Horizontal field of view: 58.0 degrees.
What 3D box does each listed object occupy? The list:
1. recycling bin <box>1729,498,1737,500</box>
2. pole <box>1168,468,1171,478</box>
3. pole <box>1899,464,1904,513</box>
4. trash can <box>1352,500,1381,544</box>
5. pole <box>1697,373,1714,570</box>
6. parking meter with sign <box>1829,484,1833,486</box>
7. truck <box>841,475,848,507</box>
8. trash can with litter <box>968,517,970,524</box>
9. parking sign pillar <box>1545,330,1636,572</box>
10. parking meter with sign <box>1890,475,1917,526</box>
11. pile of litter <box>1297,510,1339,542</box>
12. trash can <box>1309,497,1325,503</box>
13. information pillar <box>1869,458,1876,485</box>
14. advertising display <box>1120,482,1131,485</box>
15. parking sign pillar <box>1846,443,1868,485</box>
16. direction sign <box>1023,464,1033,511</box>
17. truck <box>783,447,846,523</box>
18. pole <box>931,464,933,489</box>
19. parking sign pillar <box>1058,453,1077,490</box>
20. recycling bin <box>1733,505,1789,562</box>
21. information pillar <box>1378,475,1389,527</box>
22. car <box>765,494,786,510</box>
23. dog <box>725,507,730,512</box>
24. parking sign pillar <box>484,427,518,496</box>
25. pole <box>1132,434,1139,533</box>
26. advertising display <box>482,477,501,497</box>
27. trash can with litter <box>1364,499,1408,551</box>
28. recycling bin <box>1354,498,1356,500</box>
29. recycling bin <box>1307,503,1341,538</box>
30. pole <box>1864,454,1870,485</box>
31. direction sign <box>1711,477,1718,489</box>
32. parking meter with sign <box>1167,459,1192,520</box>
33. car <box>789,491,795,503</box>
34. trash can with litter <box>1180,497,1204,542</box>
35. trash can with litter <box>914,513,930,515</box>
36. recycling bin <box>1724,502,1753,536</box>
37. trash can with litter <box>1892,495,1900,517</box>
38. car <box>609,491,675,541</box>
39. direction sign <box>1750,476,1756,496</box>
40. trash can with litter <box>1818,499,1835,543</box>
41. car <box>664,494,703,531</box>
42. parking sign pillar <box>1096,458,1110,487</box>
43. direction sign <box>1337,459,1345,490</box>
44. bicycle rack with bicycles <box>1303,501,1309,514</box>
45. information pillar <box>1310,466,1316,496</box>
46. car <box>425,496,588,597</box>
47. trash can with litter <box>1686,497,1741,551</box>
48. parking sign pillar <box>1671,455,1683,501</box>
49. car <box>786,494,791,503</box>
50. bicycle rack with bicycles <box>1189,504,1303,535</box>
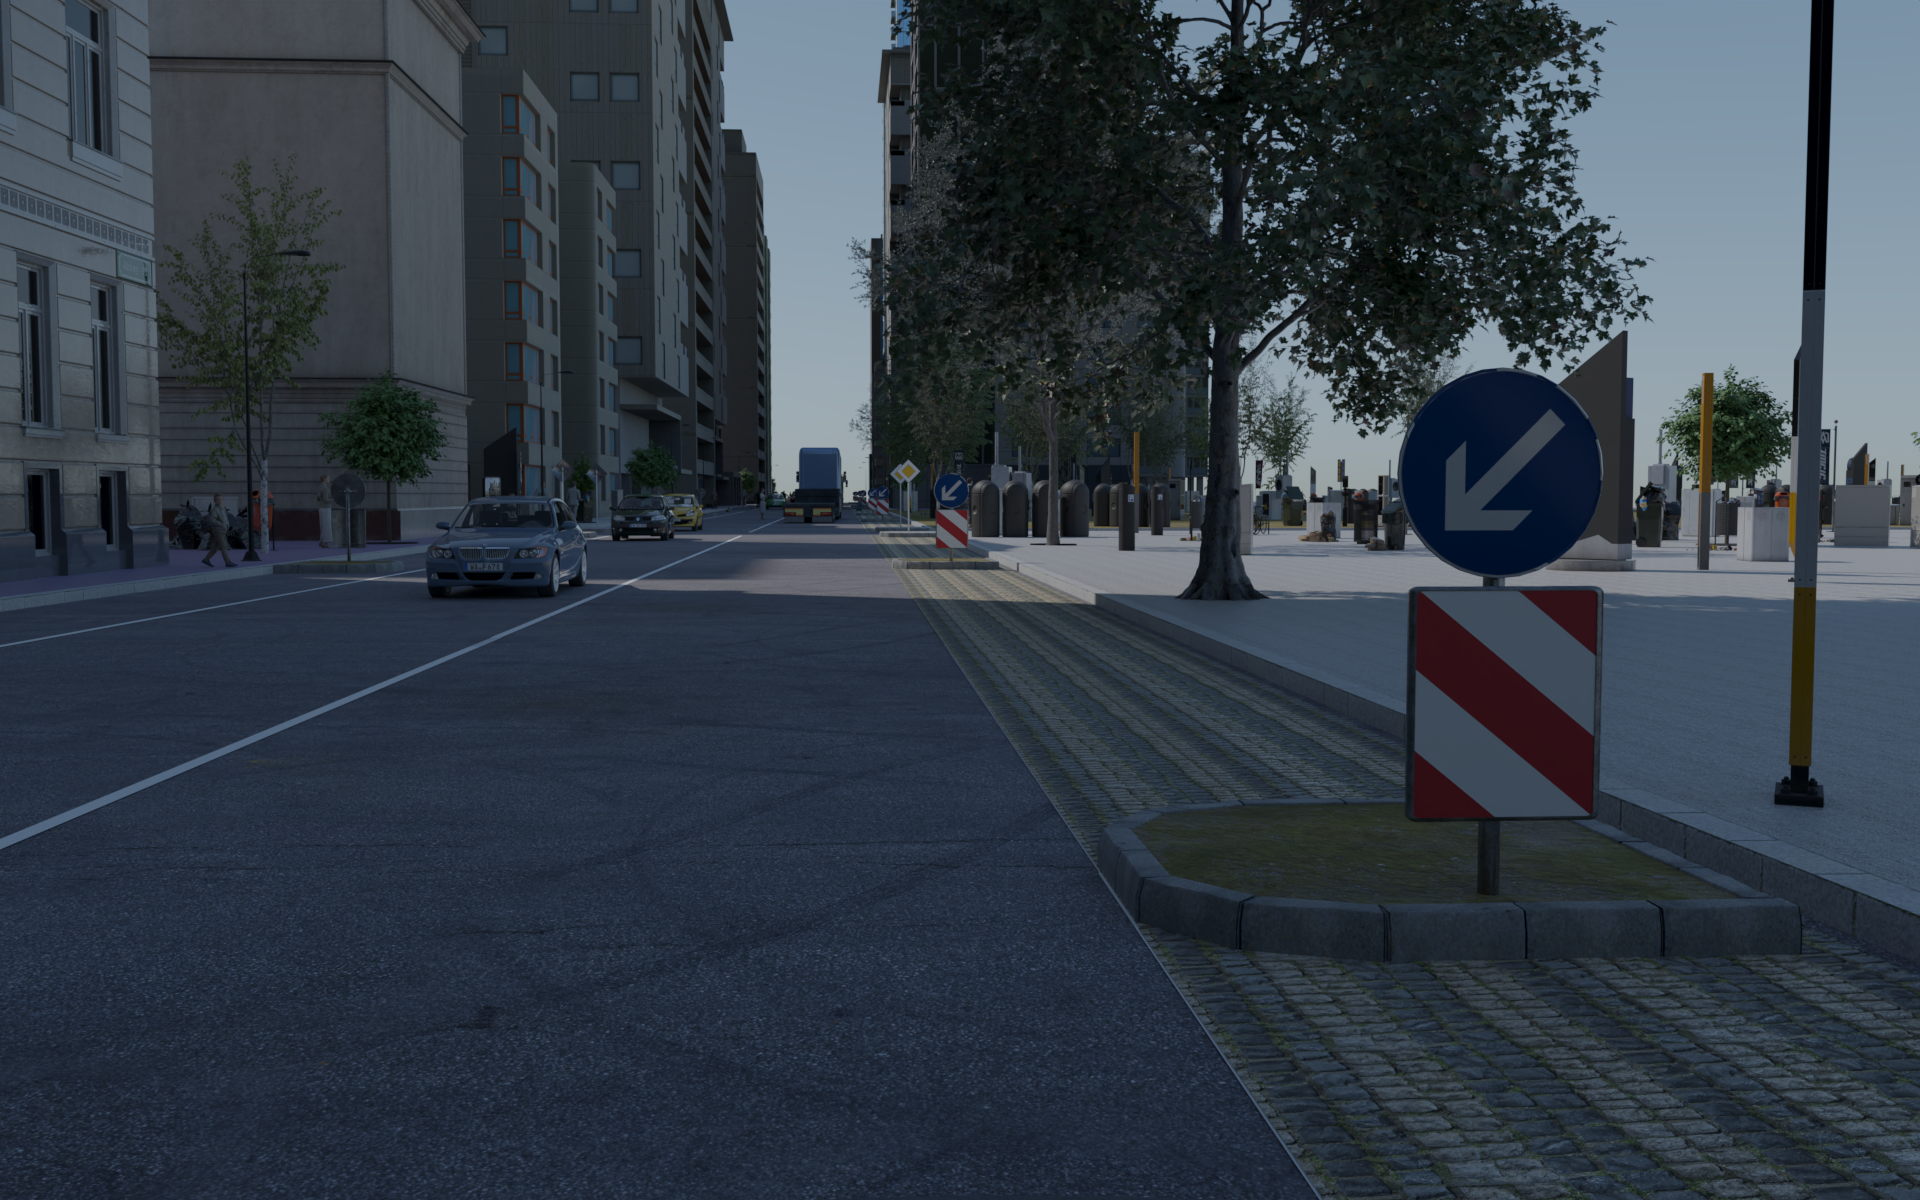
[{"bbox_3d":[52.519,-6.441,117.857,0.722,1.027,0.722,-1,4,-17],"label":"recycling bin"},{"bbox_3d":[16.061,-8.501,132.828,0.158,3.312,0.155,0,3,0],"label":"pole"},{"bbox_3d":[64.786,-7.662,119.123,0.158,3.312,0.155,0,3,0],"label":"pole"},{"bbox_3d":[10.397,-2.000,44.357,0.748,1.137,0.748,0,3,0],"label":"trash can"},{"bbox_3d":[12.571,-2.163,29.207,0.158,3.312,0.155,0,3,0],"label":"pole"},{"bbox_3d":[64.739,-8.110,128.866,1.738,3.016,0.543,-3,4,-38],"label":"parking meter with sign"},{"bbox_3d":[-13.178,-11.039,176.413,3.469,3.379,9.791,0,4,-3],"label":"truck"},{"bbox_3d":[0.718,-3.809,73.659,1.055,1.170,0.624,-1,4,-20],"label":"trash can with litter"},{"bbox_3d":[10.671,-2.491,29.205,1.447,3.967,1.447,-3,4,-36],"label":"parking sign pillar"},{"bbox_3d":[38.539,-4.520,70.164,0.543,3.016,1.738,-3,4,-38],"label":"parking meter with sign"},{"bbox_3d":[9.696,-2.008,46.789,1.176,0.858,1.719,2,4,24],"label":"pile of litter"},{"bbox_3d":[16.349,-4.142,79.372,0.748,1.137,0.748,0,3,0],"label":"trash can"},{"bbox_3d":[58.397,-7.317,110.992,0.504,3.616,0.183,1,4,22],"label":"information pillar"},{"bbox_3d":[9.187,-5.506,95.229,0.974,1.923,0.123,-1,4,-22],"label":"advertising display"},{"bbox_3d":[47.046,-6.266,90.922,1.447,3.967,1.447,-2,4,-34],"label":"parking sign pillar"},{"bbox_3d":[5.159,-8.517,131.246,0.876,3.537,0.379,-2,4,-27],"label":"direction sign"},{"bbox_3d":[-7.826,-6.369,93.886,2.967,4.110,18.799,0,4,-2],"label":"truck"},{"bbox_3d":[-1.862,-7.494,116.374,0.158,3.312,0.155,0,3,0],"label":"pole"},{"bbox_3d":[7.044,-7.673,113.923,1.447,3.967,1.447,1,4,18],"label":"parking sign pillar"},{"bbox_3d":[15.382,-1.261,33.167,0.722,1.027,0.722,0,4,2],"label":"recycling bin"},{"bbox_3d":[16.419,-3.836,67.210,0.304,2.012,0.304,-3,4,-36],"label":"information pillar"},{"bbox_3d":[-17.166,-9.325,161.262,1.959,1.807,4.718,0,4,-6],"label":"car"},{"bbox_3d":[-18.478,-7.222,138.265,0.550,0.427,0.748,0,4,-2],"label":"dog"},{"bbox_3d":[-18.497,-4.975,69.816,1.447,3.967,1.447,0,4,-7],"label":"parking sign pillar"},{"bbox_3d":[5.803,-3.860,56.955,0.158,3.312,0.155,0,3,0],"label":"pole"},{"bbox_3d":[-17.542,-3.650,64.891,0.123,1.923,0.974,1,4,21],"label":"advertising display"},{"bbox_3d":[9.738,-1.708,39.316,1.055,1.170,0.624,-2,4,-32],"label":"trash can with litter"},{"bbox_3d":[24.228,-5.830,107.875,0.722,1.027,0.722,2,4,30],"label":"recycling bin"},{"bbox_3d":[10.565,-2.308,50.295,0.722,1.027,0.722,-2,4,-32],"label":"recycling bin"},{"bbox_3d":[45.959,-5.748,87.817,0.158,3.312,0.155,0,3,0],"label":"pole"},{"bbox_3d":[62.991,-9.383,145.409,0.876,3.537,0.379,-2,4,-32],"label":"direction sign"},{"bbox_3d":[10.477,-5.426,84.980,1.738,3.016,0.543,0,4,4],"label":"parking meter with sign"},{"bbox_3d":[-18.569,-11.689,199.781,2.281,1.827,5.304,0,4,-5],"label":"car"},{"bbox_3d":[6.841,-2.241,47.704,1.678,1.210,2.233,3,5,43],"label":"trash can with litter"},{"bbox_3d":[-1.717,-5.836,106.476,2.233,1.210,1.678,1,4,14],"label":"trash can with litter"},{"bbox_3d":[24.016,-2.509,53.577,0.722,1.027,0.722,0,4,3],"label":"recycling bin"},{"bbox_3d":[52.413,-5.201,96.095,2.233,1.210,1.678,0,4,2],"label":"trash can with litter"},{"bbox_3d":[-9.932,-2.727,54.381,2.009,1.686,4.222,0,4,-5],"label":"car"},{"bbox_3d":[48.563,-6.994,106.345,0.379,3.537,0.876,0,4,-7],"label":"direction sign"},{"bbox_3d":[23.237,-2.156,46.300,2.233,1.210,1.678,-2,4,-34],"label":"trash can with litter"},{"bbox_3d":[-11.030,-3.520,67.772,2.015,1.641,3.980,0,4,-4],"label":"car"},{"bbox_3d":[10.426,-8.424,126.205,1.447,3.967,1.447,2,4,35],"label":"parking sign pillar"},{"bbox_3d":[24.743,-7.368,112.466,0.379,3.537,0.876,-1,4,-19],"label":"direction sign"},{"bbox_3d":[21.635,-5.942,110.535,2.925,0.926,2.852,2,4,27],"label":"bicycle rack with bicycles"},{"bbox_3d":[29.278,-9.317,143.693,0.504,3.616,0.183,0,4,-4],"label":"information pillar"},{"bbox_3d":[-6.607,-0.832,25.609,2.014,1.417,4.499,0,4,-4],"label":"car"},{"bbox_3d":[17.752,-1.719,39.166,2.233,1.210,1.678,2,4,35],"label":"trash can with litter"},{"bbox_3d":[48.260,-7.845,116.734,1.447,3.967,1.447,0,4,6],"label":"parking sign pillar"},{"bbox_3d":[-19.523,-11.014,190.306,2.015,1.641,3.980,0,4,-4],"label":"car"},{"bbox_3d":[8.794,-2.558,55.197,2.925,0.926,2.852,-3,5,-40],"label":"bicycle rack with bicycles"}]
